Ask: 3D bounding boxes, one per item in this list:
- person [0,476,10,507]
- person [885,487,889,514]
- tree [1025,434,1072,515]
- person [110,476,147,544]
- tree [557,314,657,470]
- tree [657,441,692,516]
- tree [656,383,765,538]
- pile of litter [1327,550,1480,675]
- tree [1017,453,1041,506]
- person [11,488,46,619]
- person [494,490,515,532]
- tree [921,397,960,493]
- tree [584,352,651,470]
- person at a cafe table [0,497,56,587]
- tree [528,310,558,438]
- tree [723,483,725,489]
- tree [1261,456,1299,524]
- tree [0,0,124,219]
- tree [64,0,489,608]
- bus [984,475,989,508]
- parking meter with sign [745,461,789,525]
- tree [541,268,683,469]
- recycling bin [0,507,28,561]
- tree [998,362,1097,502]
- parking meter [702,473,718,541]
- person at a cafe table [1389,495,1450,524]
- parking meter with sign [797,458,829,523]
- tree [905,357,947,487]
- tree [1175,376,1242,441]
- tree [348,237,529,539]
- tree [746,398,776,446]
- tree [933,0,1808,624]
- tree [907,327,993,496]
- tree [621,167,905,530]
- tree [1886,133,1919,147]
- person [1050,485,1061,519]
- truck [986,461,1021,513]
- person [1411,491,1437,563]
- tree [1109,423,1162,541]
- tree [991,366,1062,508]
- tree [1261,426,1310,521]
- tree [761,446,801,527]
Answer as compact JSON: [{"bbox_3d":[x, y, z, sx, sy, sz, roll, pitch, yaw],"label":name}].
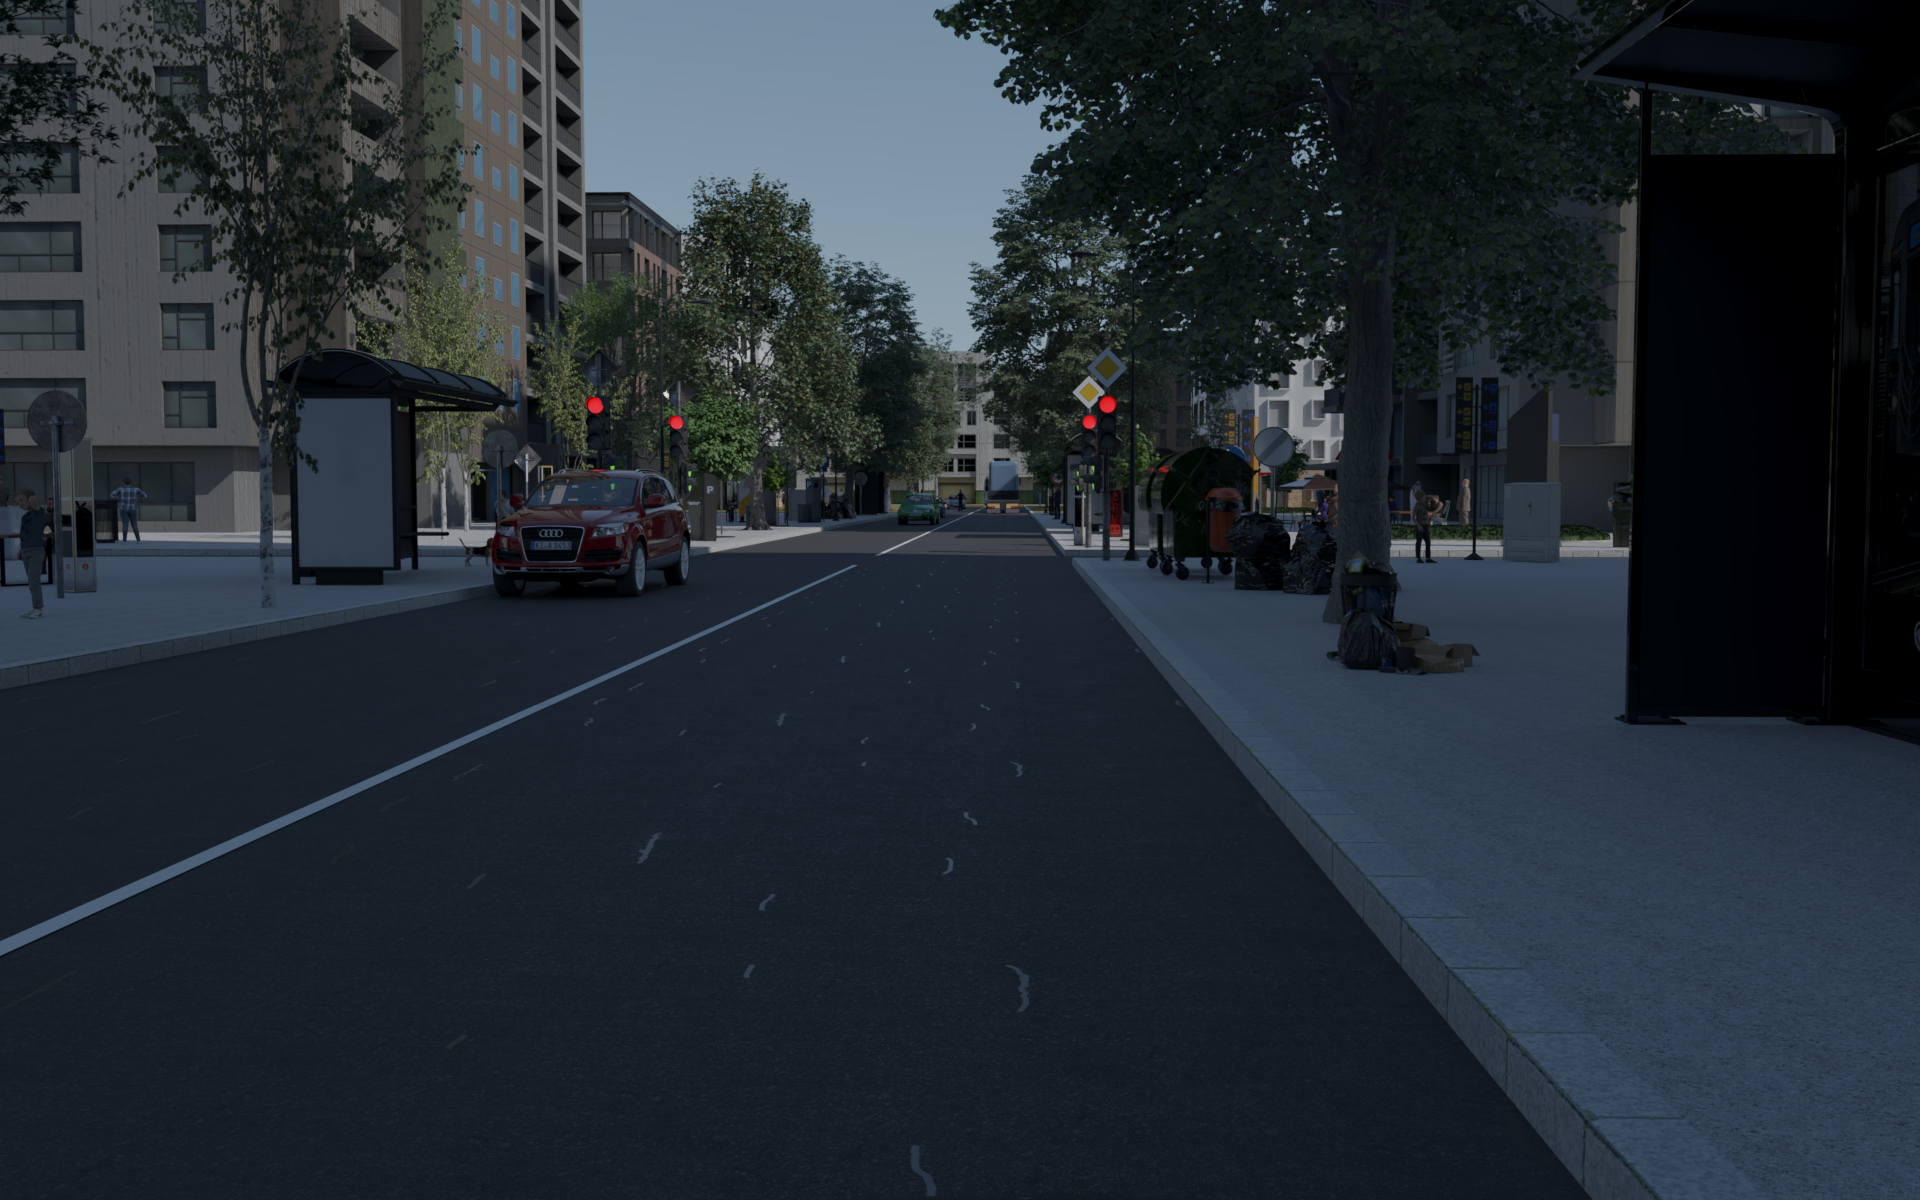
[{"bbox_3d":[-24.759,-2.309,44.486,0.600,1.739,0.565,2,4,26],"label":"person"},{"bbox_3d":[-4.915,-6.551,113.825,0.551,1.740,0.621,3,4,38],"label":"person"},{"bbox_3d":[5.985,-6.130,83.939,4.285,4.588,4.351,0,3,0],"label":"tree"},{"bbox_3d":[-21.227,-2.291,44.223,0.841,1.734,0.376,-2,4,-29],"label":"person"},{"bbox_3d":[-15.675,-7.321,70.067,4.737,8.622,4.395,0,3,0],"label":"tree"},{"bbox_3d":[-15.709,-8.773,93.800,4.737,8.622,4.395,0,3,0],"label":"tree"},{"bbox_3d":[-7.339,-4.135,51.315,4.285,4.588,4.351,0,3,0],"label":"tree"},{"bbox_3d":[3.335,0.052,13.109,1.176,0.858,1.719,1,4,22],"label":"pile of litter"},{"bbox_3d":[8.143,-14.123,181.267,4.737,8.622,4.395,0,3,0],"label":"tree"},{"bbox_3d":[-9.647,-0.491,17.974,0.435,1.345,0.340,2,4,27],"label":"person"},{"bbox_3d":[-9.722,-1.594,37.034,0.523,1.526,0.387,-2,4,-26],"label":"person"},{"bbox_3d":[-3.823,-15.073,172.196,9.928,11.665,9.643,0,3,0],"label":"tree"},{"bbox_3d":[-16.917,-8.374,87.269,4.360,8.622,3.978,0,3,0],"label":"tree"},{"bbox_3d":[-13.381,-0.853,24.800,1.698,1.238,1.726,2,4,26],"label":"person at a cafe table"},{"bbox_3d":[-17.134,-6.656,59.192,4.737,8.622,4.395,0,3,0],"label":"tree"},{"bbox_3d":[-15.386,-9.518,105.974,4.360,8.622,3.978,0,3,0],"label":"tree"},{"bbox_3d":[14.080,-4.923,75.098,1.663,3.219,1.824,0,3,0],"label":"tree"},{"bbox_3d":[-8.599,-4.633,10.159,7.601,10.594,8.767,1,4,17],"label":"tree"},{"bbox_3d":[-7.622,-4.226,19.464,4.360,8.622,3.978,0,3,0],"label":"tree"},{"bbox_3d":[4.036,-11.174,177.548,2.948,3.499,13.247,0,4,3],"label":"bus"},{"bbox_3d":[-7.878,-4.559,70.799,1.738,3.016,0.543,-1,4,-18],"label":"parking meter with sign"},{"bbox_3d":[-15.650,-9.401,79.463,9.928,11.665,9.643,0,3,0],"label":"tree"},{"bbox_3d":[-18.594,-1.291,33.669,0.722,1.027,0.722,0,4,-2],"label":"recycling bin"},{"bbox_3d":[6.321,-11.409,120.944,8.767,10.594,7.601,2,4,28],"label":"tree"},{"bbox_3d":[-6.787,-2.529,47.061,0.399,1.863,0.255,-1,4,-15],"label":"parking meter"},{"bbox_3d":[14.620,-2.695,54.918,1.726,1.238,1.698,0,4,1],"label":"person at a cafe table"},{"bbox_3d":[-6.595,-4.975,77.600,0.543,3.016,1.738,2,4,32],"label":"parking meter with sign"},{"bbox_3d":[-5.627,-13.100,131.194,9.611,12.733,9.660,0,3,0],"label":"tree"},{"bbox_3d":[14.530,-9.160,100.125,4.360,8.622,3.978,0,3,0],"label":"tree"},{"bbox_3d":[-14.866,-6.021,48.800,4.737,8.622,4.395,0,3,0],"label":"tree"},{"bbox_3d":[-13.659,-10.018,114.162,4.737,8.622,4.395,0,3,0],"label":"tree"},{"bbox_3d":[4.026,-6.747,16.963,9.857,13.997,8.962,0,3,0],"label":"tree"},{"bbox_3d":[-1.705,-20.705,194.414,12.611,20.169,13.585,0,3,0],"label":"tree"},{"bbox_3d":[-7.316,-8.818,61.175,9.611,12.733,9.660,0,3,0],"label":"tree"},{"bbox_3d":[14.610,-4.560,24.922,4.360,8.622,3.978,0,3,0],"label":"tree"},{"bbox_3d":[4.827,-4.969,87.733,0.568,1.767,0.683,1,4,19],"label":"person"},{"bbox_3d":[3.397,-8.952,136.116,2.967,4.110,18.799,0,4,2],"label":"truck"},{"bbox_3d":[8.624,-1.357,32.145,0.340,1.345,0.435,3,5,45],"label":"person"},{"bbox_3d":[4.769,-3.232,47.444,1.663,3.219,1.824,0,3,0],"label":"tree"},{"bbox_3d":[8.121,-15.338,161.144,12.009,13.543,11.850,0,3,0],"label":"tree"},{"bbox_3d":[15.166,-6.078,83.083,4.285,4.588,4.351,0,3,0],"label":"tree"},{"bbox_3d":[-7.389,-4.510,68.341,1.663,3.219,1.824,0,3,0],"label":"tree"}]
